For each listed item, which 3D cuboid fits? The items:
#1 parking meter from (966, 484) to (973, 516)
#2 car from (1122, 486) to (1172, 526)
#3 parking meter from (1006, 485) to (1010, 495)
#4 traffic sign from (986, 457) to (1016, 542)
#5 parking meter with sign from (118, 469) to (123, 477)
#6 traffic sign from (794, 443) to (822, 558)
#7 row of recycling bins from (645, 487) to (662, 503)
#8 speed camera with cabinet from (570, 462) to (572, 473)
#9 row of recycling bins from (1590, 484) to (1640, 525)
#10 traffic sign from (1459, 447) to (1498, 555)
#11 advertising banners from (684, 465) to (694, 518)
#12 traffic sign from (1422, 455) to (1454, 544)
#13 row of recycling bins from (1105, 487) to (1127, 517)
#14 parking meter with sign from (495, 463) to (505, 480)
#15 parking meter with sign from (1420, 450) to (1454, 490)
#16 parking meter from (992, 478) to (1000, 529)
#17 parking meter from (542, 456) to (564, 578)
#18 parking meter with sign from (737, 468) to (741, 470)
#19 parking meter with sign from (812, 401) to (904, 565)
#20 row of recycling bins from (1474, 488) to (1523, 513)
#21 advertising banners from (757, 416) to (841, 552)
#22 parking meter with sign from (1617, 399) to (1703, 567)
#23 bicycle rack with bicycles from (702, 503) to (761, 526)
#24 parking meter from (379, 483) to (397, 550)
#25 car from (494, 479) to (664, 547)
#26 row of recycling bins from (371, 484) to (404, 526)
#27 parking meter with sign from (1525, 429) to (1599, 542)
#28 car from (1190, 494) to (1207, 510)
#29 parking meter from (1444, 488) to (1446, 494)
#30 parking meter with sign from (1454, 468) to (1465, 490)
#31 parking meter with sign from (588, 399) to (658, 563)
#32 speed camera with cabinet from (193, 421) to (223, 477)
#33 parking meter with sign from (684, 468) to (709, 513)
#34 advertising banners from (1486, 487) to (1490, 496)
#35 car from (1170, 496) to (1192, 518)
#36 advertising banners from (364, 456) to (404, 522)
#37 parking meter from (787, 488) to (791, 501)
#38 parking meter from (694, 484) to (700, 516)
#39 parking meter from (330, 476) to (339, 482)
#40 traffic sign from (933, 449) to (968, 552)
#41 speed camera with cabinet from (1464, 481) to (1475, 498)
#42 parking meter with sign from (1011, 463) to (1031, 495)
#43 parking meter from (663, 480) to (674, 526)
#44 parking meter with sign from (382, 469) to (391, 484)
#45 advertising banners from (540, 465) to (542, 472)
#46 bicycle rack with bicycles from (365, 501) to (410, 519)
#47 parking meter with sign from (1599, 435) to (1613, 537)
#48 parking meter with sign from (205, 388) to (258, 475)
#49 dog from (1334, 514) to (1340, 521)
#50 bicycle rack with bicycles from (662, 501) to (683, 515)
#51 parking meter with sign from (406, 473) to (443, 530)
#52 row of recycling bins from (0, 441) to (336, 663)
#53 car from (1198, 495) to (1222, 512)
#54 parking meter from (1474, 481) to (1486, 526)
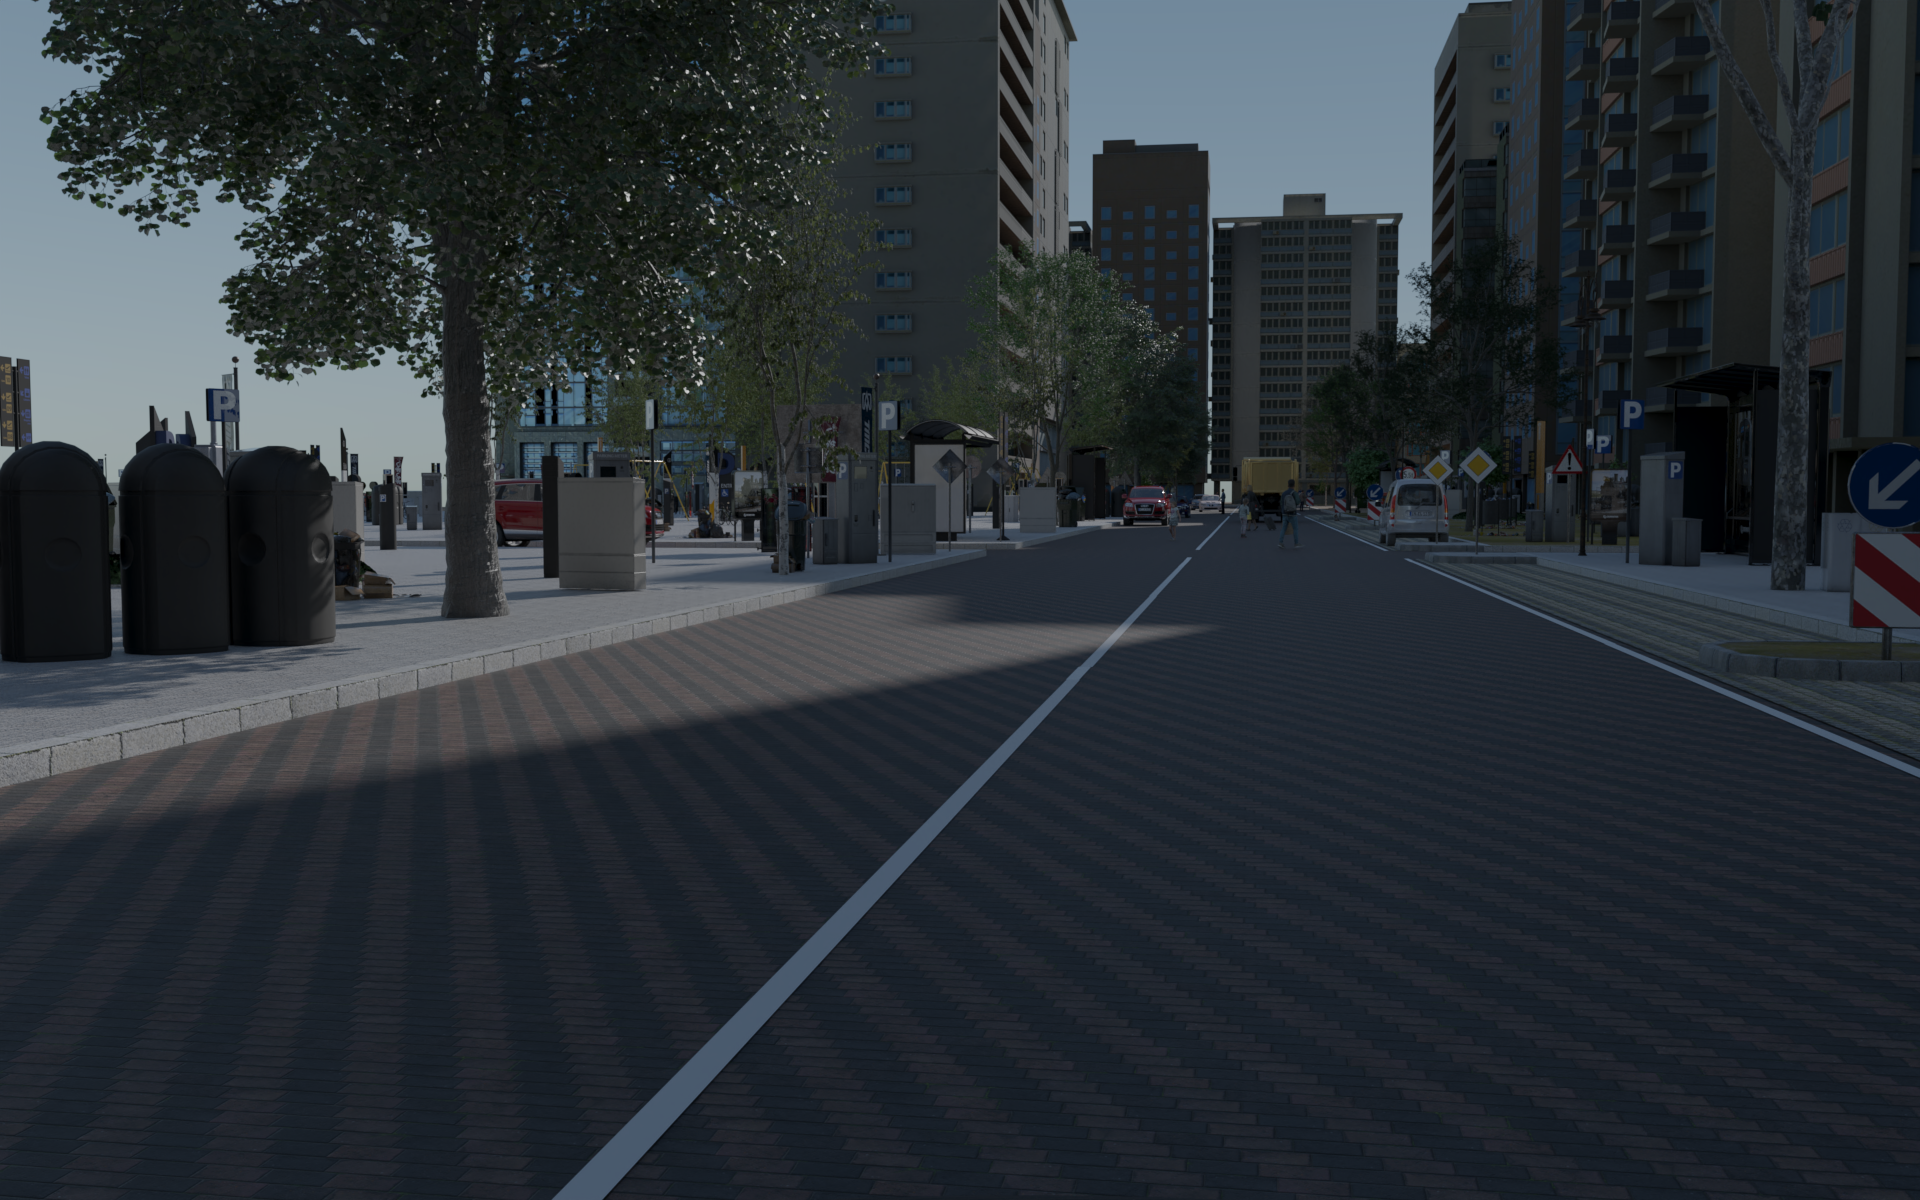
[{"bbox_3d":[0.567,-5.816,100.802,0.399,1.863,0.255,3,5,43],"label":"parking meter"},{"bbox_3d":[8.637,-4.351,79.817,2.281,1.827,5.304,1,4,9],"label":"car"},{"bbox_3d":[3.144,-6.618,113.915,0.255,1.863,0.399,0,4,-3],"label":"parking meter"},{"bbox_3d":[1.095,-2.618,46.453,0.795,2.450,0.064,1,4,9],"label":"traffic sign"},{"bbox_3d":[-58.952,-7.617,120.799,0.543,3.016,1.738,1,4,11],"label":"parking meter with sign"},{"bbox_3d":[-3.032,-1.983,34.555,0.606,2.300,0.079,1,4,16],"label":"traffic sign"},{"bbox_3d":[-20.639,-6.712,116.858,1.069,1.692,3.534,-1,4,-12],"label":"row of recycling bins"},{"bbox_3d":[-24.287,-6.835,106.082,0.660,3.252,2.038,-3,4,-38],"label":"speed camera with cabinet"},{"bbox_3d":[28.185,-4.057,73.444,3.534,1.692,1.069,-2,4,-27],"label":"row of recycling bins"},{"bbox_3d":[10.959,-2.021,36.687,0.795,2.450,0.064,1,4,9],"label":"traffic sign"},{"bbox_3d":[-14.482,-5.908,92.776,0.090,3.025,2.074,0,4,5],"label":"advertising banners"},{"bbox_3d":[12.280,-2.503,44.563,0.795,2.450,0.064,1,4,9],"label":"traffic sign"},{"bbox_3d":[7.477,-5.435,95.969,3.534,1.692,1.069,-1,4,-14],"label":"row of recycling bins"},{"bbox_3d":[-25.862,-6.197,97.577,0.543,3.016,1.738,-1,4,-18],"label":"parking meter with sign"},{"bbox_3d":[18.629,-4.431,68.704,1.738,3.016,0.543,-2,4,-27],"label":"parking meter with sign"},{"bbox_3d":[1.376,-3.573,64.131,0.255,1.863,0.399,1,4,23],"label":"parking meter"},{"bbox_3d":[-6.240,-1.278,26.599,0.255,1.863,0.399,0,4,2],"label":"parking meter"},{"bbox_3d":[-14.942,-7.307,115.733,0.543,3.016,1.738,-1,4,-14],"label":"parking meter with sign"},{"bbox_3d":[-1.932,-2.185,31.992,1.738,3.016,0.543,-3,5,-42],"label":"parking meter with sign"},{"bbox_3d":[35.664,-6.616,115.286,3.534,1.692,1.069,0,4,-2],"label":"row of recycling bins"},{"bbox_3d":[-3.553,-2.587,38.478,2.074,3.025,0.090,-2,4,-31],"label":"advertising banners"},{"bbox_3d":[12.660,-2.141,31.267,0.543,3.016,1.738,-1,4,-20],"label":"parking meter with sign"},{"bbox_3d":[-9.402,-3.558,71.558,2.852,0.926,2.925,-1,4,-17],"label":"bicycle rack with bicycles"},{"bbox_3d":[-13.162,-1.922,39.833,0.372,1.533,0.369,0,3,0],"label":"parking meter"},{"bbox_3d":[-10.074,-2.131,43.519,5.304,1.827,2.281,0,4,8],"label":"car"},{"bbox_3d":[-23.859,-3.989,72.331,1.069,1.692,3.534,-1,4,-10],"label":"row of recycling bins"},{"bbox_3d":[16.043,-3.061,46.303,1.738,3.016,0.543,0,4,-8],"label":"parking meter with sign"},{"bbox_3d":[21.369,-8.626,153.032,2.014,1.417,4.499,1,4,11],"label":"car"},{"bbox_3d":[18.306,-3.523,66.012,0.372,1.533,0.369,0,3,0],"label":"parking meter"},{"bbox_3d":[32.831,-7.302,115.649,1.738,3.016,0.543,-2,4,-27],"label":"parking meter with sign"},{"bbox_3d":[-6.432,-2.167,31.690,1.738,3.016,0.543,-2,4,-25],"label":"parking meter with sign"},{"bbox_3d":[-14.061,-2.373,33.132,0.660,3.252,2.038,0,4,7],"label":"speed camera with cabinet"},{"bbox_3d":[-17.441,-7.292,115.490,1.738,3.016,0.543,1,4,9],"label":"parking meter with sign"},{"bbox_3d":[31.861,-6.655,104.999,0.090,3.025,2.074,0,4,0],"label":"advertising banners"},{"bbox_3d":[13.086,-5.653,105.014,1.945,1.354,3.894,1,4,9],"label":"car"},{"bbox_3d":[-26.540,-5.117,79.848,0.090,3.025,2.074,3,5,40],"label":"advertising banners"},{"bbox_3d":[-6.788,-3.748,69.693,0.372,1.533,0.369,0,3,0],"label":"parking meter"},{"bbox_3d":[-15.701,-5.976,103.413,0.255,1.863,0.399,-1,4,-16],"label":"parking meter"},{"bbox_3d":[-20.079,-3.048,55.549,0.255,1.863,0.399,0,4,-3],"label":"parking meter"},{"bbox_3d":[-0.226,-2.137,38.577,0.795,2.450,0.064,1,4,9],"label":"traffic sign"},{"bbox_3d":[32.407,-7.225,112.458,2.038,3.252,0.660,1,4,12],"label":"speed camera with cabinet"},{"bbox_3d":[3.633,-6.082,95.700,0.543,3.016,1.738,-3,5,-42],"label":"parking meter with sign"},{"bbox_3d":[-11.782,-3.936,70.063,0.399,1.863,0.255,2,4,25],"label":"parking meter"},{"bbox_3d":[-40.506,-7.704,122.222,0.543,3.016,1.738,-2,4,-26],"label":"parking meter with sign"},{"bbox_3d":[-23.955,-6.540,103.113,2.074,3.025,0.090,0,4,4],"label":"advertising banners"},{"bbox_3d":[-29.186,-4.582,88.293,2.852,0.926,2.925,0,4,4],"label":"bicycle rack with bicycles"},{"bbox_3d":[19.713,-3.395,51.767,1.738,3.016,0.543,-2,4,-35],"label":"parking meter with sign"},{"bbox_3d":[-11.542,-1.954,28.208,1.738,3.016,0.543,3,4,38],"label":"parking meter with sign"},{"bbox_3d":[19.836,-4.324,90.889,0.748,0.427,0.550,-2,4,-30],"label":"dog"},{"bbox_3d":[-18.438,-5.808,108.339,2.852,0.926,2.925,-1,4,-14],"label":"bicycle rack with bicycles"},{"bbox_3d":[-18.890,-4.015,61.904,1.738,3.016,0.543,-1,4,-13],"label":"parking meter with sign"},{"bbox_3d":[-6.758,-0.414,13.885,1.069,1.692,3.534,3,5,45],"label":"row of recycling bins"},{"bbox_3d":[20.108,-7.739,138.897,2.083,1.381,4.827,0,4,8],"label":"car"},{"bbox_3d":[20.793,-3.885,69.231,0.399,1.863,0.255,3,5,44],"label":"parking meter"}]
